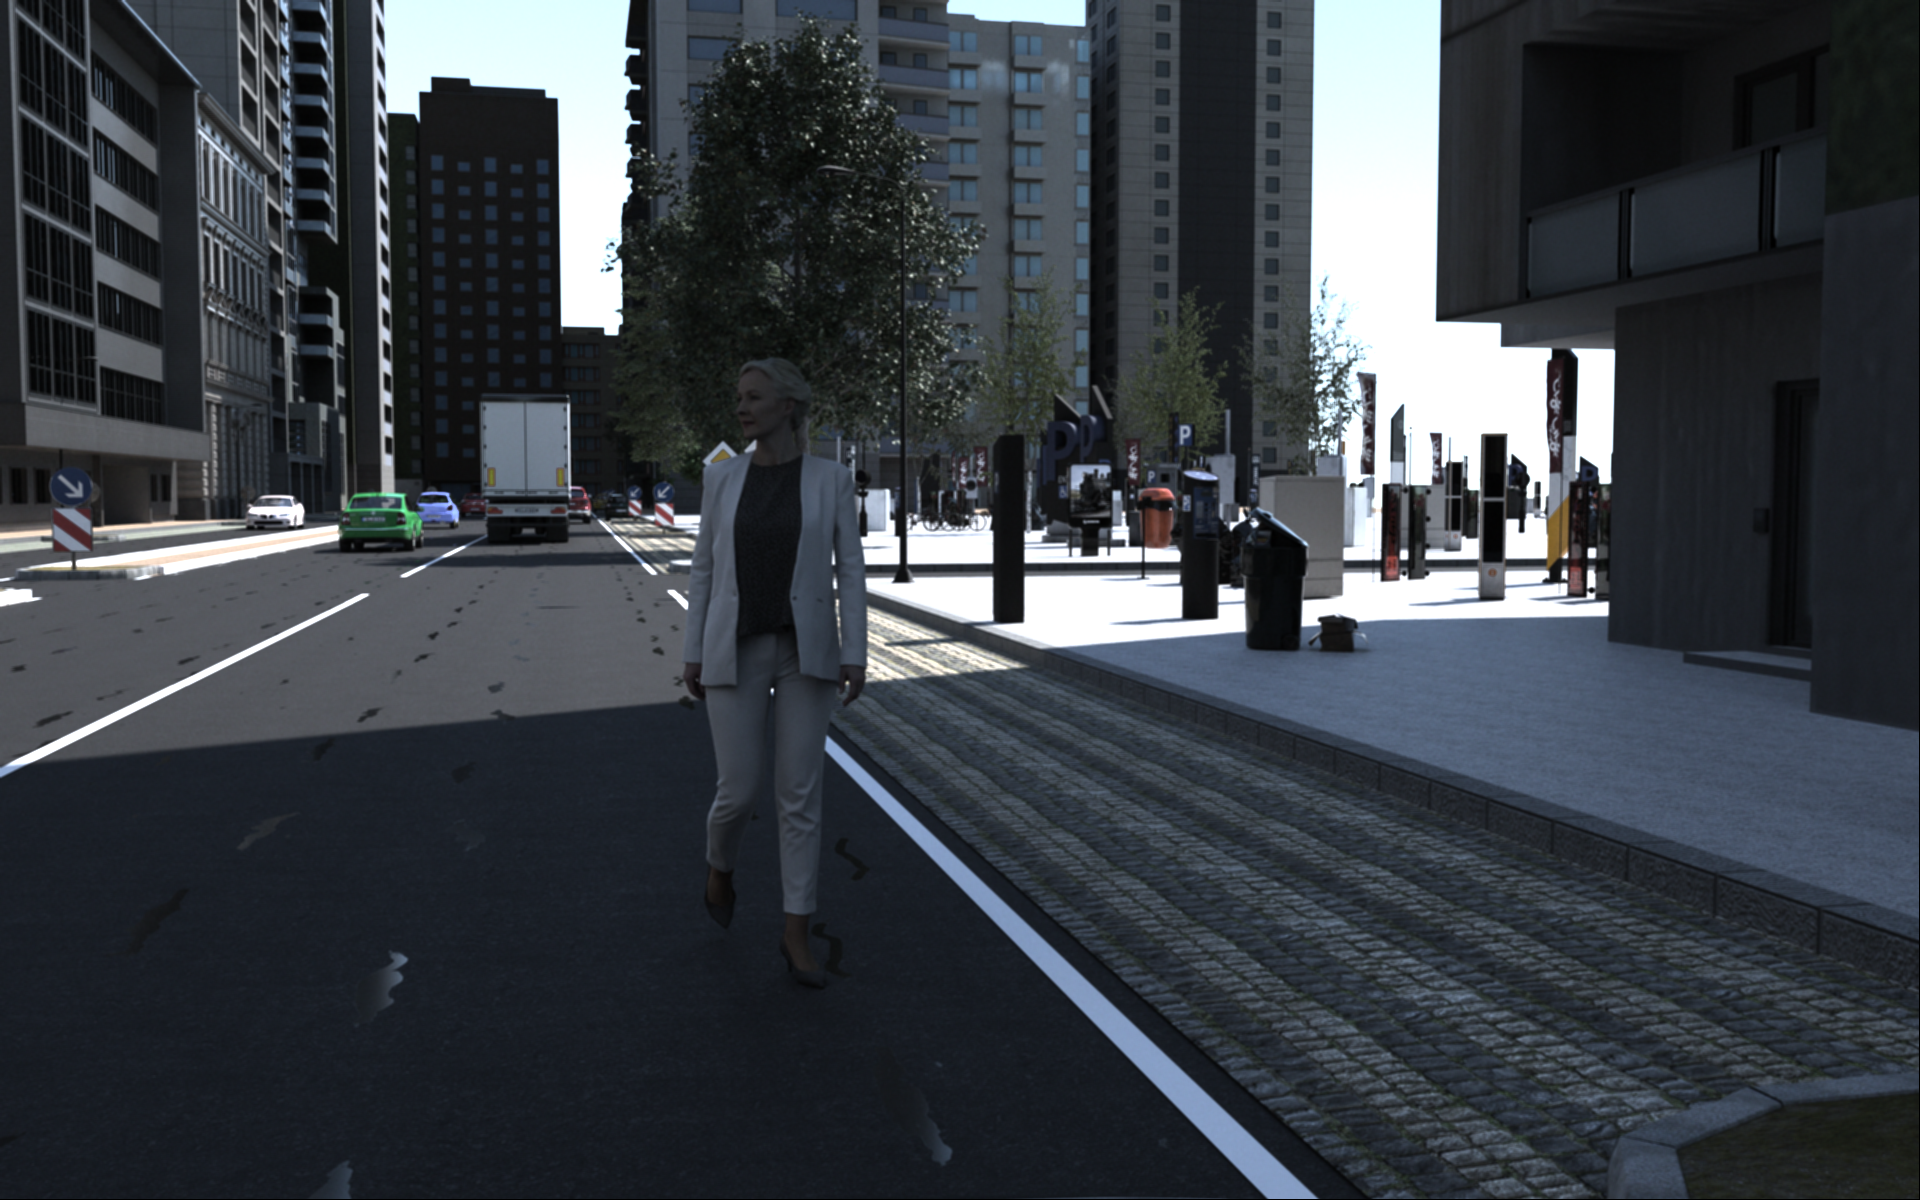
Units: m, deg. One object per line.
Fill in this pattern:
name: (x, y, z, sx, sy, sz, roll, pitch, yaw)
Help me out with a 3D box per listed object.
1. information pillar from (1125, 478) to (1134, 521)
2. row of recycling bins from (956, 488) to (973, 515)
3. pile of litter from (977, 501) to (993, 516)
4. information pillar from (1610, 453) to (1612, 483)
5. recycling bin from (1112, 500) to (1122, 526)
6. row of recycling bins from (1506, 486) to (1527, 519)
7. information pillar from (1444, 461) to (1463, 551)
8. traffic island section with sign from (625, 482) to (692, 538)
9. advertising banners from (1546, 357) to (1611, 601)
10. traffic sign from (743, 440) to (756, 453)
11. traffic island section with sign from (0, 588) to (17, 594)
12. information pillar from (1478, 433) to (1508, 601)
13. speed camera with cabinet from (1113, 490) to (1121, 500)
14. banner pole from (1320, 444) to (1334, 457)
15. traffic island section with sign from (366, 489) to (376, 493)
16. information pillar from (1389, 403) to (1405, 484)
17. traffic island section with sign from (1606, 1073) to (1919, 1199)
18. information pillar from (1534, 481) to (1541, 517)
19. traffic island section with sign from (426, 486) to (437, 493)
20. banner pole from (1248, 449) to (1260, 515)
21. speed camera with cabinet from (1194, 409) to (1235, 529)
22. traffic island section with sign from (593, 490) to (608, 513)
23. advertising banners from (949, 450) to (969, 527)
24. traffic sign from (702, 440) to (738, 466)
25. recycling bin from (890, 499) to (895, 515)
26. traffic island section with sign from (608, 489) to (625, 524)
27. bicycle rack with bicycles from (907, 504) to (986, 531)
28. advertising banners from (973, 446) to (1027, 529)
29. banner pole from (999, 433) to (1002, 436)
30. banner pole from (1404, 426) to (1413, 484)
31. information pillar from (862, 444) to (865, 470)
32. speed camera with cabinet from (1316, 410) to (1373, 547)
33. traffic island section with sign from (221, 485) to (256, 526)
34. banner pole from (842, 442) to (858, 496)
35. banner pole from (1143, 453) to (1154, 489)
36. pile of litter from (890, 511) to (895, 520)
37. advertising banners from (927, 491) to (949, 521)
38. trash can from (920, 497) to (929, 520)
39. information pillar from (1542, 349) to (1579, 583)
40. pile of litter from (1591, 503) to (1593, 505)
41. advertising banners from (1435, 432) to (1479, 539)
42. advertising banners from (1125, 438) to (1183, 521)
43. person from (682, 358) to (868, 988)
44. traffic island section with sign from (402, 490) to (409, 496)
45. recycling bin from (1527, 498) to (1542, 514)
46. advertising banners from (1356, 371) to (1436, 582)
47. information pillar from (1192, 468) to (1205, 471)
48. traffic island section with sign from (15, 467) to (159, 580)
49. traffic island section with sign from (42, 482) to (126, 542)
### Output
information pillar: (7.843, -4.619, 80.020, 0.304, 2.012, 0.304, 2, 4, 30)
row of recycling bins: (0.260, -6.072, 106.389, 1.069, 1.692, 3.534, 0, 4, 4)
pile of litter: (1.690, -5.380, 101.921, 1.719, 0.858, 1.176, -2, 4, -30)
information pillar: (31.328, -5.597, 82.868, 0.183, 3.616, 0.504, -2, 4, -25)
recycling bin: (6.082, -3.476, 69.379, 0.722, 1.027, 0.722, 0, 4, -8)
row of recycling bins: (28.284, -5.056, 89.777, 1.069, 1.692, 3.534, -1, 4, -9)
information pillar: (11.066, -2.100, 38.830, 0.304, 2.012, 0.304, 0, 4, -6)
traffic island section with sign: (-9.848, -2.943, 56.749, 1.989, 1.847, 2.006, -1, 4, -13)
advertising banners: (7.732, -1.553, 21.581, 0.090, 3.025, 2.074, 0, 4, -5)
traffic sign: (-2.675, -1.280, 24.565, 0.795, 2.450, 0.064, -1, 4, -13)
traffic island section with sign: (-13.445, -0.878, 22.487, 2.006, 1.907, 1.989, -1, 4, -13)
information pillar: (6.448, -1.008, 20.968, 0.304, 2.012, 0.304, 1, 4, 13)
speed camera with cabinet: (6.249, -5.120, 78.045, 2.038, 3.252, 0.660, -2, 4, -23)
banner pole: (18.425, -5.923, 86.857, 0.863, 3.779, 0.401, 0, 4, 5)
traffic island section with sign: (-43.507, -7.303, 128.037, 1.989, 1.847, 2.006, -1, 4, -13)
information pillar: (11.253, -3.256, 44.588, 0.504, 3.616, 0.183, -3, 4, -37)
traffic island section with sign: (2.226, 0.357, 2.798, 1.989, 1.847, 2.006, -1, 4, -13)
information pillar: (32.344, -5.658, 97.005, 0.304, 2.012, 0.304, 0, 4, -3)
traffic island section with sign: (-31.478, -5.805, 103.046, 2.006, 1.907, 1.989, -1, 4, -13)
banner pole: (16.069, -6.423, 95.029, 0.863, 3.779, 0.401, 0, 4, 2)
speed camera with cabinet: (6.006, -2.869, 41.242, 0.660, 3.252, 2.038, 0, 4, -6)
traffic island section with sign: (-32.524, -9.139, 158.052, 1.989, 1.847, 2.006, -1, 4, -13)
advertising banners: (-0.044, -4.428, 68.592, 0.090, 3.025, 2.074, -1, 4, -15)
traffic sign: (-4.419, -1.756, 32.358, 0.795, 2.450, 0.064, -1, 4, -13)
recycling bin: (-3.854, -5.151, 96.768, 0.722, 1.027, 0.722, 1, 4, 13)
traffic island section with sign: (-15.731, -4.552, 83.057, 1.989, 1.847, 2.006, -1, 4, -13)
bicycle rack with bicycles: (-0.436, -2.872, 60.332, 2.925, 0.926, 2.852, 1, 4, 22)
advertising banners: (1.524, -4.127, 63.660, 2.074, 3.025, 0.090, 0, 4, 2)
banner pole: (1.635, -4.991, 71.621, 0.401, 3.779, 0.863, 0, 4, -4)
banner pole: (16.475, -4.539, 64.229, 0.863, 3.779, 0.401, 3, 5, 40)
information pillar: (-3.751, -4.650, 67.377, 0.183, 3.616, 0.504, 0, 4, -5)
speed camera with cabinet: (9.169, -2.890, 41.586, 0.660, 3.252, 2.038, 2, 4, 32)
traffic island section with sign: (-32.550, -4.313, 79.153, 1.989, 1.847, 2.006, -1, 4, -13)
banner pole: (-5.347, -5.660, 82.551, 0.863, 3.779, 0.401, -1, 4, -9)
banner pole: (11.615, -7.101, 106.122, 0.863, 3.779, 0.401, 1, 4, 21)
pile of litter: (-3.827, -4.324, 84.666, 1.719, 0.858, 1.176, 0, 4, 4)
advertising banners: (-0.542, -5.225, 81.609, 2.074, 3.025, 0.090, -1, 4, -19)
trash can: (-1.705, -4.470, 84.738, 0.748, 1.137, 0.748, 0, 3, 0)
information pillar: (8.645, -2.050, 24.875, 0.183, 3.616, 0.504, -1, 4, -23)
pile of litter: (41.993, -6.140, 114.357, 1.176, 0.858, 1.719, -3, 5, -42)
advertising banners: (14.070, -3.246, 49.266, 2.074, 3.025, 0.090, -2, 4, -30)
advertising banners: (6.145, -3.553, 54.272, 2.074, 3.025, 0.090, 1, 4, 23)
person: (-0.586, 0.187, 5.322, 0.514, 1.842, 0.818, -1, 4, -20)
traffic island section with sign: (-49.385, -8.912, 154.346, 1.989, 1.847, 2.006, -1, 4, -13)
recycling bin: (37.864, -6.221, 114.271, 0.722, 1.027, 0.722, -2, 4, -30)
advertising banners: (6.358, -1.789, 25.431, 0.090, 3.025, 2.074, 3, 5, 44)
information pillar: (6.816, -2.761, 49.626, 0.304, 2.012, 0.304, 0, 4, -6)
traffic island section with sign: (-15.053, -1.320, 29.718, 2.006, 1.907, 1.989, -1, 4, -13)
traffic island section with sign: (-26.663, -2.704, 52.846, 1.989, 1.847, 2.006, -1, 4, -13)
